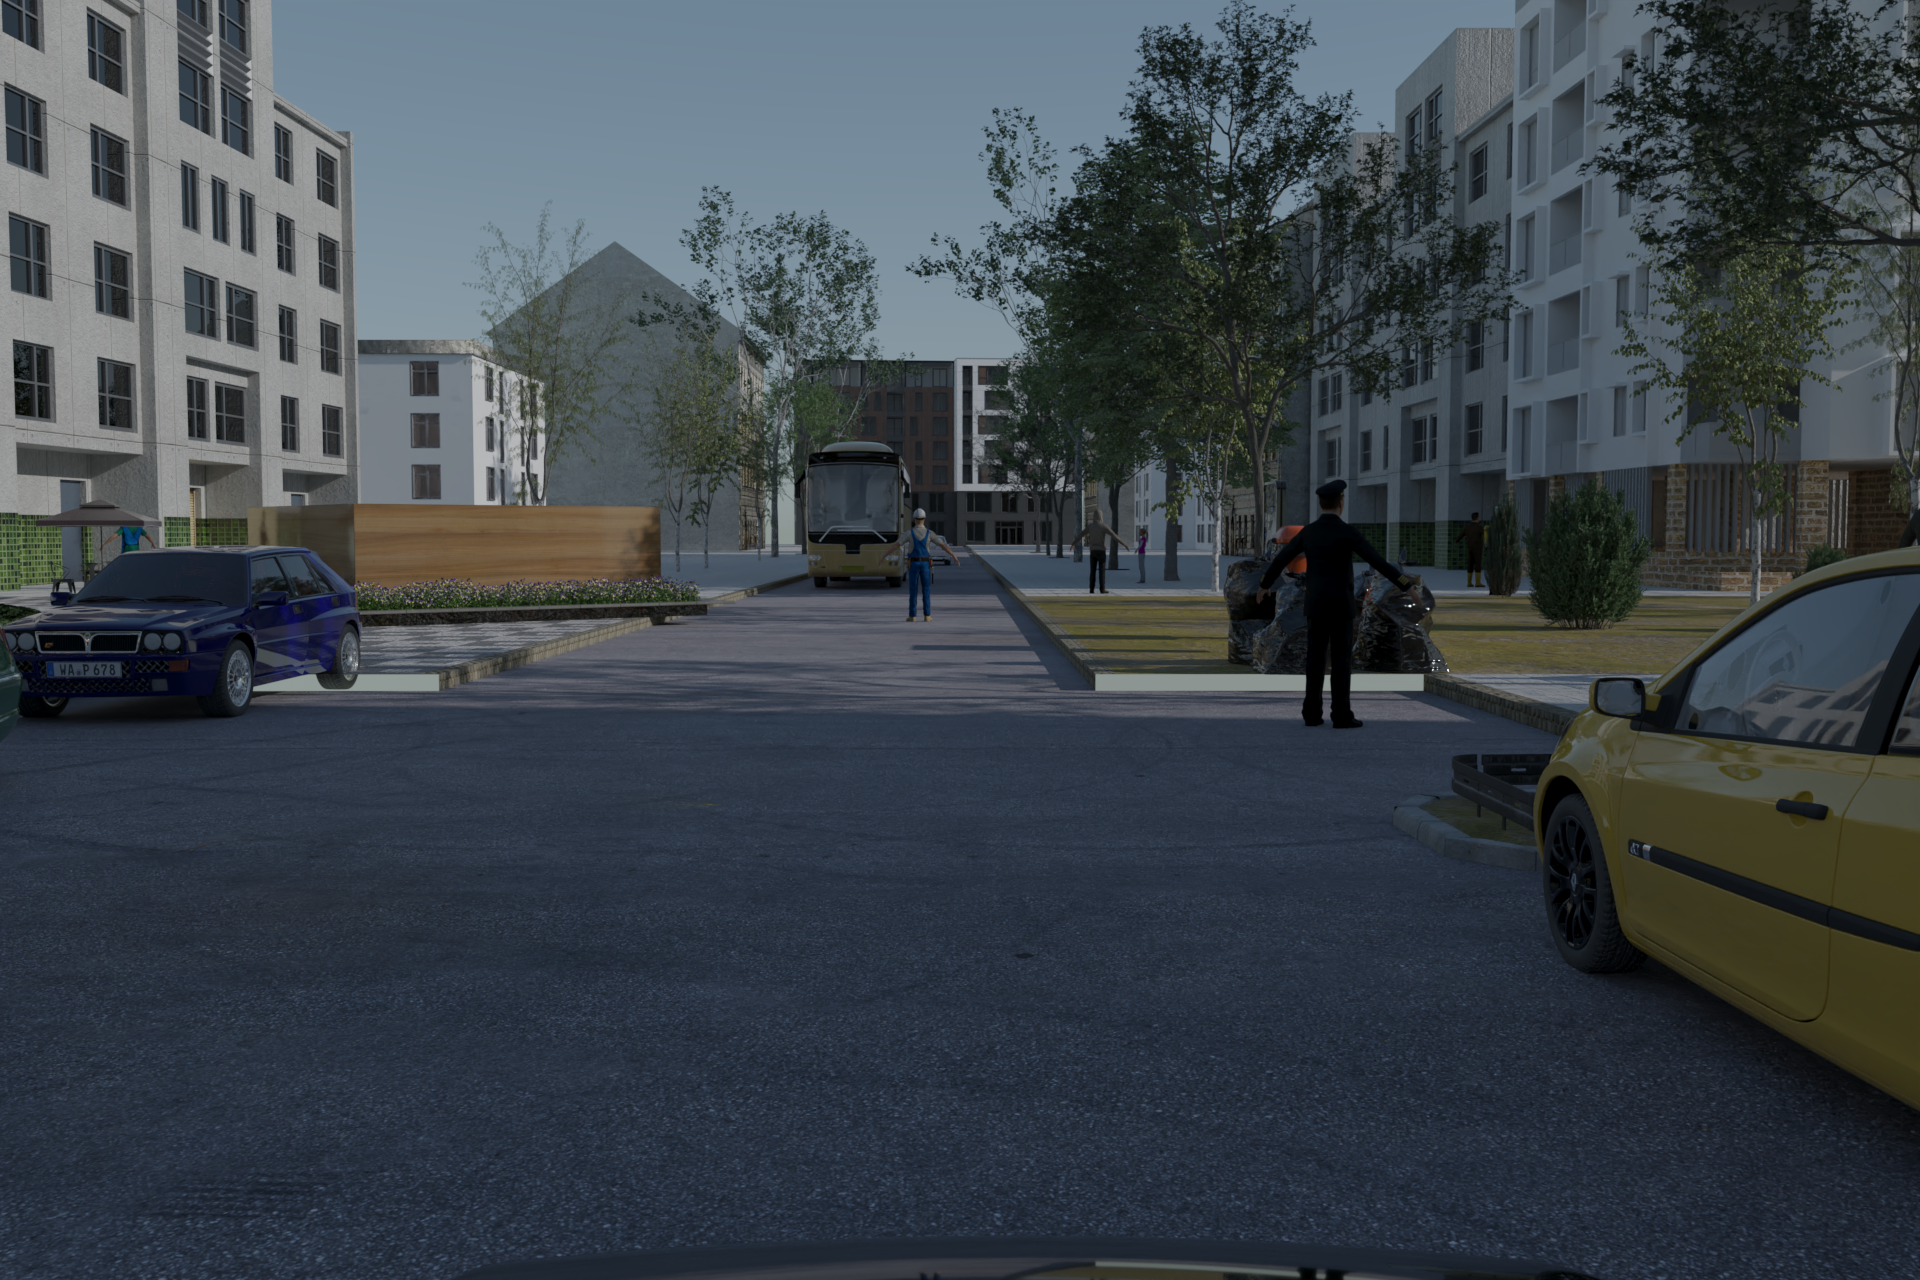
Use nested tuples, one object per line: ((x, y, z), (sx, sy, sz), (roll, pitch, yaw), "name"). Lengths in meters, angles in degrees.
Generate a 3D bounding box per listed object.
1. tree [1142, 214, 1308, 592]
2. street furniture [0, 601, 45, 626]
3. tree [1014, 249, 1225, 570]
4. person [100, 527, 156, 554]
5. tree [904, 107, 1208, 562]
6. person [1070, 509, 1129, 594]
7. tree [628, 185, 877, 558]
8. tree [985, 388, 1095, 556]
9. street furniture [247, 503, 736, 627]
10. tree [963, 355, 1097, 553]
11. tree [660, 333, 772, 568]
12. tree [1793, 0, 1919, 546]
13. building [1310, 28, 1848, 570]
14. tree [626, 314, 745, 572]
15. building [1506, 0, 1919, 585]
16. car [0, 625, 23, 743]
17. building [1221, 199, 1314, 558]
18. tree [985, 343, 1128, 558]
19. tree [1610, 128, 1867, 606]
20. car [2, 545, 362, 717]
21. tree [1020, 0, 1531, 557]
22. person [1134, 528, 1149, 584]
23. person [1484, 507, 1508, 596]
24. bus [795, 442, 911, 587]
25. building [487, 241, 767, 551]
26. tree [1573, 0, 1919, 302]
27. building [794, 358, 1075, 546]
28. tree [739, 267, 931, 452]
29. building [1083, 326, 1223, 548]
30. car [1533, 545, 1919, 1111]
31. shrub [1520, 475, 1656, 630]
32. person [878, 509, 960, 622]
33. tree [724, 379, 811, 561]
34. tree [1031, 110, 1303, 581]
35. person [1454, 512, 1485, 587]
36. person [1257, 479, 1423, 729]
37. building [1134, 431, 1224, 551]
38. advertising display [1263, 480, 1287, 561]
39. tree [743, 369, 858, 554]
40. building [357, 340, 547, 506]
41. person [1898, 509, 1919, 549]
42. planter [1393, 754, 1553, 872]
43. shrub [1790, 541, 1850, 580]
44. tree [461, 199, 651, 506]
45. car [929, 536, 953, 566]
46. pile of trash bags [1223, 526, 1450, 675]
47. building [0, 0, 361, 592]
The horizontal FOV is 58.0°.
((5.773, -5.399, 38.643), (4.737, 8.622, 4.395), (0, 3, 0), "tree")
((-12.305, -0.093, 17.144), (5.734, 0.657, 10.072), (-1, 4, -13), "street furniture")
((5.525, -8.289, 61.282), (9.928, 11.665, 9.643), (0, 3, 0), "tree")
((-19.389, -2.100, 40.457), (0.704, 1.817, 1.347), (2, 4, 35), "person")
((4.005, -13.619, 78.552), (12.611, 20.169, 13.585), (0, 3, 0), "tree")
((2.976, -1.905, 37.279), (1.348, 1.813, 0.705), (1, 4, 23), "person")
((-11.272, -14.636, 95.192), (12.611, 20.169, 13.585), (0, 3, 0), "tree")
((4.954, -10.303, 102.874), (7.601, 10.594, 8.767), (-2, 4, -24), "tree")
((-8.813, -1.220, 26.793), (9.812, 1.723, 11.010), (-3, 5, -40), "street furniture")
((5.251, -12.660, 117.364), (12.009, 13.543, 11.850), (0, 3, 0), "tree")
((-9.343, -6.993, 64.693), (4.737, 8.622, 4.395), (0, 3, 0), "tree")
((12.817, -4.476, 23.549), (4.360, 8.622, 3.978), (0, 3, 0), "tree")
((25.662, -12.409, 69.346), (16.747, 18.905, 31.486), (0, 3, 0), "building")
((-9.709, -6.616, 58.538), (4.360, 8.622, 3.978), (0, 3, 0), "tree")
((21.828, -11.892, 50.847), (16.016, 20.090, 11.380), (0, 4, 0), "building")
((-6.205, 0.245, 7.790), (2.131, 1.459, 4.920), (0, 4, 0), "car")
((25.069, -16.135, 94.732), (19.493, 23.208, 18.063), (0, 4, 0), "building")
((5.226, -10.161, 91.889), (9.928, 11.665, 9.643), (0, 3, 0), "tree")
((13.927, -4.905, 30.552), (4.737, 8.622, 4.395), (0, 3, 0), "tree")
((-6.506, -0.134, 14.770), (1.945, 1.354, 3.894), (0, 3, 0), "car")
((5.156, -5.790, 29.084), (8.767, 10.594, 7.601), (0, 4, 5), "tree")
((4.671, -2.187, 45.028), (0.599, 1.433, 0.991), (1, 4, 17), "person")
((11.269, -1.864, 36.240), (0.705, 1.858, 1.354), (-1, 4, -9), "person")
((-2.776, -3.561, 49.775), (2.896, 3.916, 12.252), (0, 4, -1), "bus")
((-25.968, -18.874, 139.515), (19.493, 23.208, 18.063), (0, 4, -1), "building")
((8.672, -4.878, 14.174), (7.601, 10.594, 8.767), (2, 4, 27), "tree")
((-3.965, -22.414, 212.907), (32.646, 21.610, 27.936), (0, 4, -6), "building")
((-8.596, -16.252, 121.601), (12.611, 20.169, 13.585), (0, 3, 0), "tree")
((22.249, -20.877, 172.275), (19.493, 23.208, 18.063), (0, 3, 0), "building")
((2.855, 0.349, 4.520), (2.015, 1.641, 3.980), (0, 4, 0), "car")
((8.472, -1.185, 23.408), (1.661, 2.075, 1.752), (0, 3, 0), "shrub")
((-0.664, -1.226, 28.365), (1.347, 1.847, 0.705), (0, 4, -6), "person")
((-9.899, -8.123, 83.169), (4.360, 8.622, 3.978), (0, 3, 0), "tree")
((5.392, -7.903, 47.345), (7.486, 12.596, 7.792), (0, 3, 0), "tree")
((12.466, -2.186, 41.871), (0.704, 1.812, 1.346), (-3, 4, -38), "person")
((2.764, -0.274, 12.870), (1.347, 1.837, 0.705), (3, 5, 40), "person")
((20.590, -12.511, 146.696), (9.099, 9.664, 28.070), (0, 3, 0), "building")
((3.847, -0.979, 21.227), (0.123, 1.923, 0.974), (0, 4, 1), "advertising display")
((-9.974, -11.239, 109.509), (9.928, 11.665, 9.643), (0, 3, 0), "tree")
((-25.703, -8.978, 88.933), (9.099, 9.664, 28.070), (0, 4, -1), "building")
((8.423, -0.538, 14.869), (0.705, 1.821, 1.348), (0, 4, -5), "person")
((3.135, 0.793, 8.169), (1.991, 0.319, 1.994), (0, 4, -1), "planter")
((11.388, -0.715, 22.808), (1.383, 1.207, 1.383), (0, 3, 0), "shrub")
((-9.641, -5.411, 38.830), (4.360, 8.622, 3.978), (0, 3, 0), "tree")
((-1.372, -4.152, 80.242), (2.083, 1.381, 4.827), (0, 4, -1), "car")
((3.581, -0.464, 17.339), (1.912, 1.369, 3.447), (0, 4, -1), "pile of trash bags")
((-29.845, -10.992, 46.177), (16.747, 18.905, 31.486), (0, 4, 0), "building")
